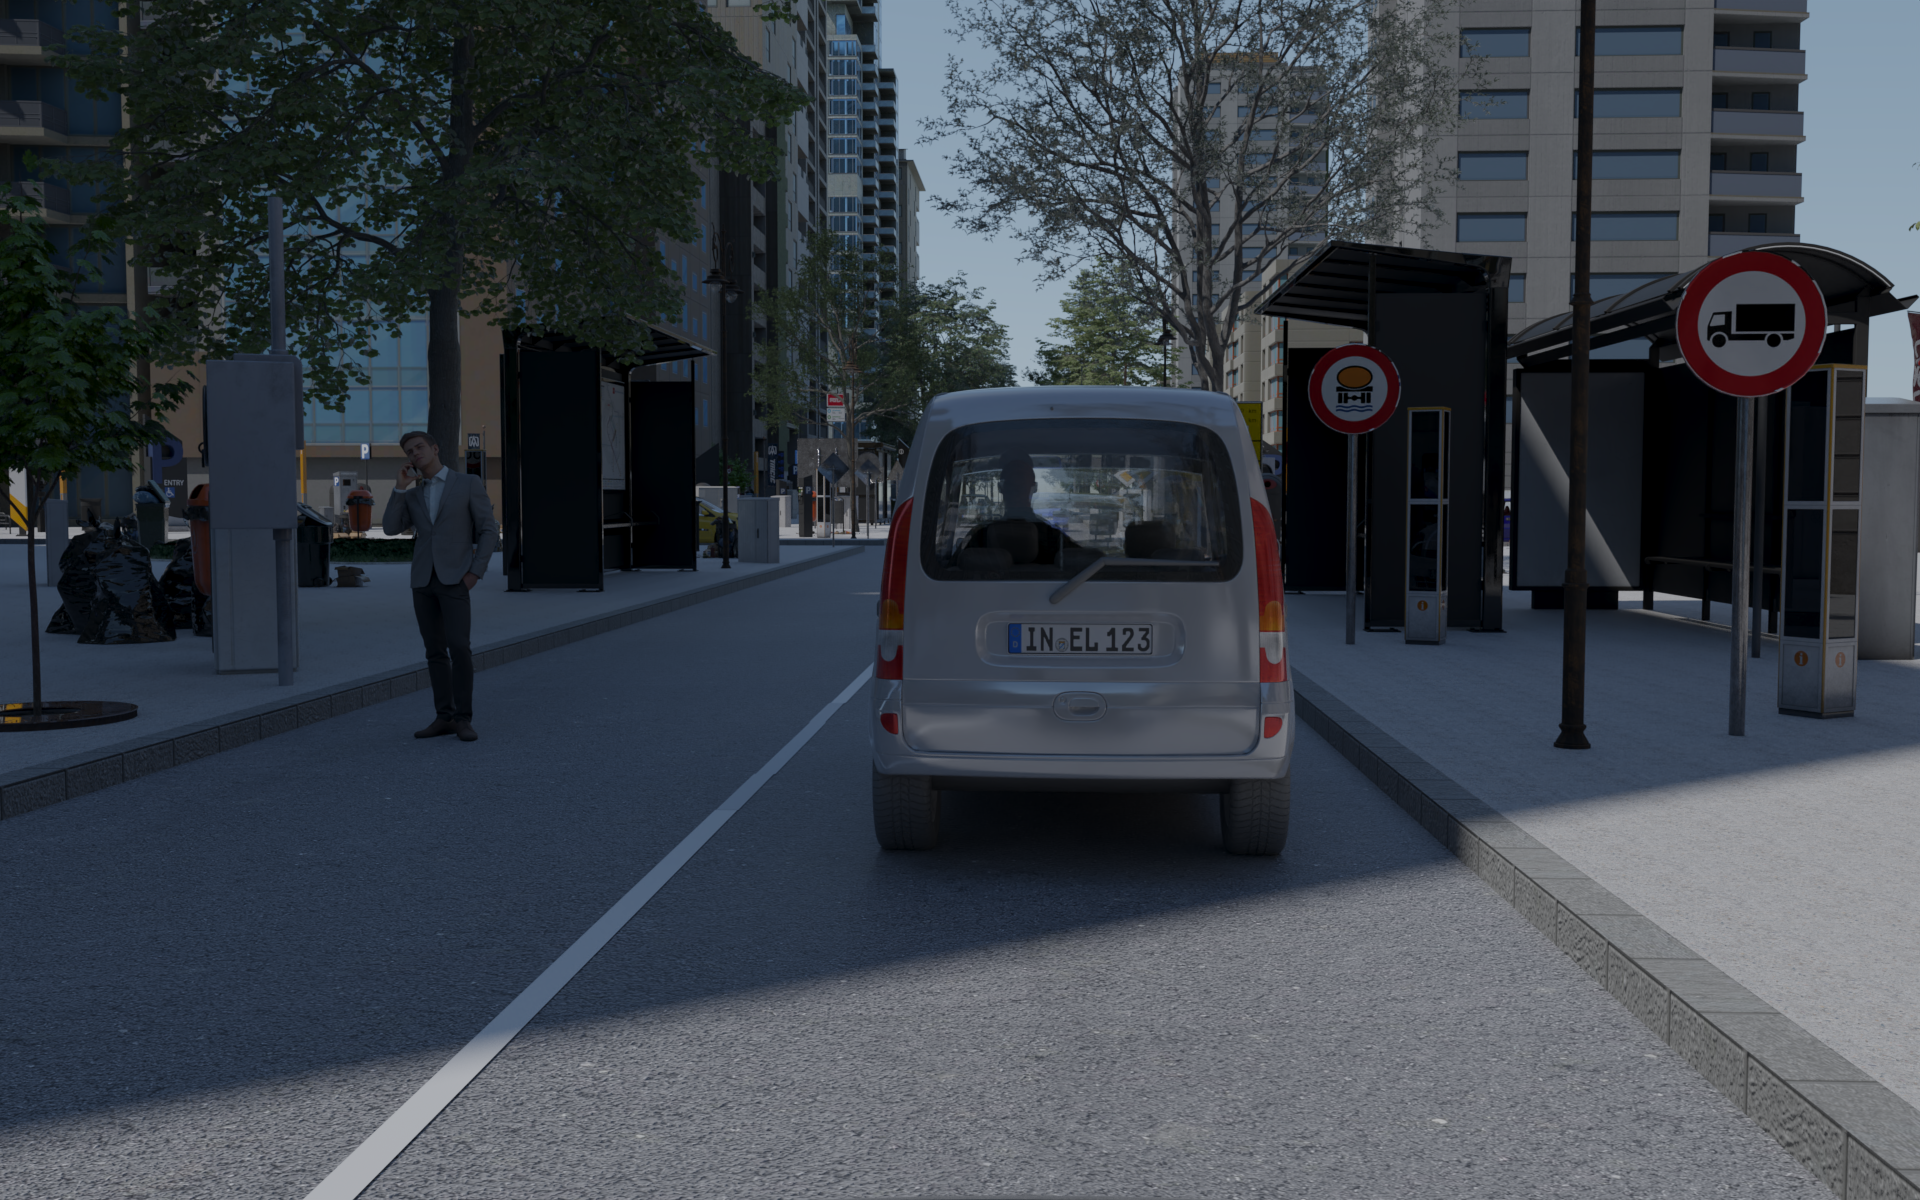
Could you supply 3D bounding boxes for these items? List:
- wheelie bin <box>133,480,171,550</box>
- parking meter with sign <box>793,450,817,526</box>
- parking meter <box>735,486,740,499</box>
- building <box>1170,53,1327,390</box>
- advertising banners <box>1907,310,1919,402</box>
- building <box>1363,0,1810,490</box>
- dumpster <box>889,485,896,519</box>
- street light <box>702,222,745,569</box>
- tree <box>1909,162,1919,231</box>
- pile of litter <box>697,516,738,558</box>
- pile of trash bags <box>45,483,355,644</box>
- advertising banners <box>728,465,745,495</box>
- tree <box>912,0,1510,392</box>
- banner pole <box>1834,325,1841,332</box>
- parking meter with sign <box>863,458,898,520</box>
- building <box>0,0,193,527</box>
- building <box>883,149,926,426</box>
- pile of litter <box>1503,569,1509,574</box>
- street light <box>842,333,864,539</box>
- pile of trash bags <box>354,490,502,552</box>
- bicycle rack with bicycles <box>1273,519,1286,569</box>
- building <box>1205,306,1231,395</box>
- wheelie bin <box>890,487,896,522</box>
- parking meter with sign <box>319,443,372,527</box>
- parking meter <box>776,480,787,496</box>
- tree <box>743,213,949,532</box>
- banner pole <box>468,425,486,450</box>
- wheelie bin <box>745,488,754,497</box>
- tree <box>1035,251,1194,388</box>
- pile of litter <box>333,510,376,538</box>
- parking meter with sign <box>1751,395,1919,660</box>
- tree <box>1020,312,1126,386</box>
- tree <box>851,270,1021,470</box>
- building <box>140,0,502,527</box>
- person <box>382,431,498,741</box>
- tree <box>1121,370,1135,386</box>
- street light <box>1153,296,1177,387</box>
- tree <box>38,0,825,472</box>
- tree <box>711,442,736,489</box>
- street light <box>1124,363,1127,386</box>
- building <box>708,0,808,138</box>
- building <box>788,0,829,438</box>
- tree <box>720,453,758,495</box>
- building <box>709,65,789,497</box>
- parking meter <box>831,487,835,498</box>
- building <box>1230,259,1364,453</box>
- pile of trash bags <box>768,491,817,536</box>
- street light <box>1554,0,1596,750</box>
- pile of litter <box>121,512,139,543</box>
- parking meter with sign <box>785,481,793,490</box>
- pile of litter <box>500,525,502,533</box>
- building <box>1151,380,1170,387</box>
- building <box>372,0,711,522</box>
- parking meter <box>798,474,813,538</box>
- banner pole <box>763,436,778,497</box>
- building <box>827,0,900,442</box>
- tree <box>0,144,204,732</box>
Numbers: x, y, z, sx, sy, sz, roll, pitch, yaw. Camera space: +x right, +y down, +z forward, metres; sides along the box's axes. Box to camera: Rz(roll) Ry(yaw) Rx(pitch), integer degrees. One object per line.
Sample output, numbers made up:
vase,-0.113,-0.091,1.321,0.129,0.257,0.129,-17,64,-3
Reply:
wheelie bin,-18.166,-1.897,38.932,0.693,1.594,0.980,-1,4,-15
parking meter with sign,-5.969,-4.482,69.538,0.543,3.016,1.738,1,4,22
parking meter,-7.371,-2.948,56.618,0.372,1.533,0.369,0,3,0
building,39.613,-42.589,238.329,21.231,58.520,28.212,0,4,3
advertising banners,9.857,-1.284,17.187,2.074,3.025,0.090,-3,4,-36
building,34.081,-34.040,98.559,21.231,58.520,28.212,0,4,3
dumpster,-3.173,-5.199,90.766,1.264,1.857,1.865,0,4,3
street light,-4.041,-3.483,29.738,0.468,5.910,1.993,0,4,3
tree,13.525,-4.258,19.989,4.737,8.622,4.395,0,3,0
pile of litter,-4.673,-1.282,34.931,1.719,0.858,1.176,2,4,26
pile of trash bags,-6.892,-0.346,15.403,1.912,1.369,3.447,-2,4,-35
advertising banners,-13.094,-6.571,103.616,2.074,3.025,0.090,1,4,8
tree,4.166,-7.227,28.525,12.009,13.543,11.850,0,3,0
banner pole,10.324,-1.892,20.954,0.863,3.779,0.401,3,5,43
parking meter with sign,-3.862,-5.374,84.118,1.738,3.016,0.543,1,4,9
building,-45.126,-25.627,73.629,28.867,44.769,22.147,0,4,3
building,-20.400,-41.508,267.886,28.713,52.752,27.495,0,4,3
pile of litter,8.312,-0.883,28.407,1.176,0.858,1.719,-1,4,-16
street light,-3.070,-4.712,49.823,0.468,5.910,1.993,0,4,3
pile of trash bags,-11.921,-1.767,38.636,3.447,1.369,1.912,0,4,-8
bicycle rack with bicycles,5.069,-0.664,24.242,2.925,0.926,2.852,-2,4,-23
building,38.971,-19.894,170.305,27.650,21.520,28.899,0,4,3
wheelie bin,-2.895,-4.381,79.533,0.980,1.594,0.693,0,4,1
parking meter with sign,-20.939,-3.835,58.957,0.543,3.016,1.738,3,5,40
parking meter,-7.156,-3.905,69.557,0.399,1.863,0.255,-2,4,-32
tree,-3.868,-7.572,58.210,7.601,10.594,8.767,0,4,1
banner pole,-17.465,-4.454,62.847,0.863,3.779,0.401,-3,5,-39
wheelie bin,-11.547,-5.372,95.737,0.693,1.594,0.980,-1,4,-16
tree,6.980,-10.001,81.643,7.486,12.596,7.792,0,3,0
pile of litter,-17.646,-2.199,49.922,1.719,0.858,1.176,0,4,3
parking meter with sign,7.064,-1.053,13.470,1.738,3.016,0.543,0,4,1
tree,12.048,-19.657,177.288,12.611,20.169,13.585,0,3,0
tree,-1.689,-11.742,98.633,9.857,13.997,8.962,0,3,0
building,-23.692,-25.816,72.206,14.600,45.320,14.200,0,4,3
person,-3.048,-0.092,10.183,0.592,1.802,0.473,2,4,25
tree,8.708,-9.429,104.527,4.737,8.622,4.395,0,3,0
street light,4.764,-4.130,40.317,0.468,5.910,1.993,0,4,3
tree,-4.831,-6.074,17.437,7.486,12.596,7.792,0,3,0
tree,-15.447,-7.584,107.717,4.285,4.588,4.351,0,3,0
street light,5.815,-5.399,61.055,0.468,5.910,1.993,0,4,3
building,-26.957,-33.626,139.025,28.713,52.752,27.495,0,4,3
building,-20.975,-44.291,162.403,20.563,71.187,20.611,0,4,3
tree,-10.565,-5.351,82.087,1.663,3.219,1.824,0,3,0
building,-19.574,-21.106,116.777,14.160,30.474,14.107,0,4,3
parking meter,-5.585,-4.262,75.397,0.255,1.863,0.399,-2,4,-24
building,37.781,-18.131,141.483,27.650,21.520,28.899,0,4,3
pile of trash bags,-5.952,-2.643,52.972,3.447,1.369,1.912,1,4,9
street light,3.104,-2.191,8.603,0.468,5.910,1.993,0,4,3
pile of litter,-19.906,-1.654,41.010,1.176,0.858,1.719,0,4,1
parking meter with sign,-10.617,-6.685,105.555,1.738,3.016,0.543,-3,5,-45
pile of litter,-14.698,-2.622,56.840,1.719,0.858,1.176,1,4,10
building,43.821,-25.856,267.782,27.650,21.520,28.899,0,4,3
building,-21.917,-27.168,94.303,14.600,45.320,14.200,0,4,3
parking meter,-4.576,-2.786,51.260,0.399,1.863,0.255,-3,5,-43
banner pole,-8.249,-5.194,74.945,0.863,3.779,0.401,1,4,17
building,-18.613,-56.532,236.964,22.319,86.520,31.000,0,4,3
tree,-5.151,-0.919,9.621,1.663,3.219,1.824,0,3,0
